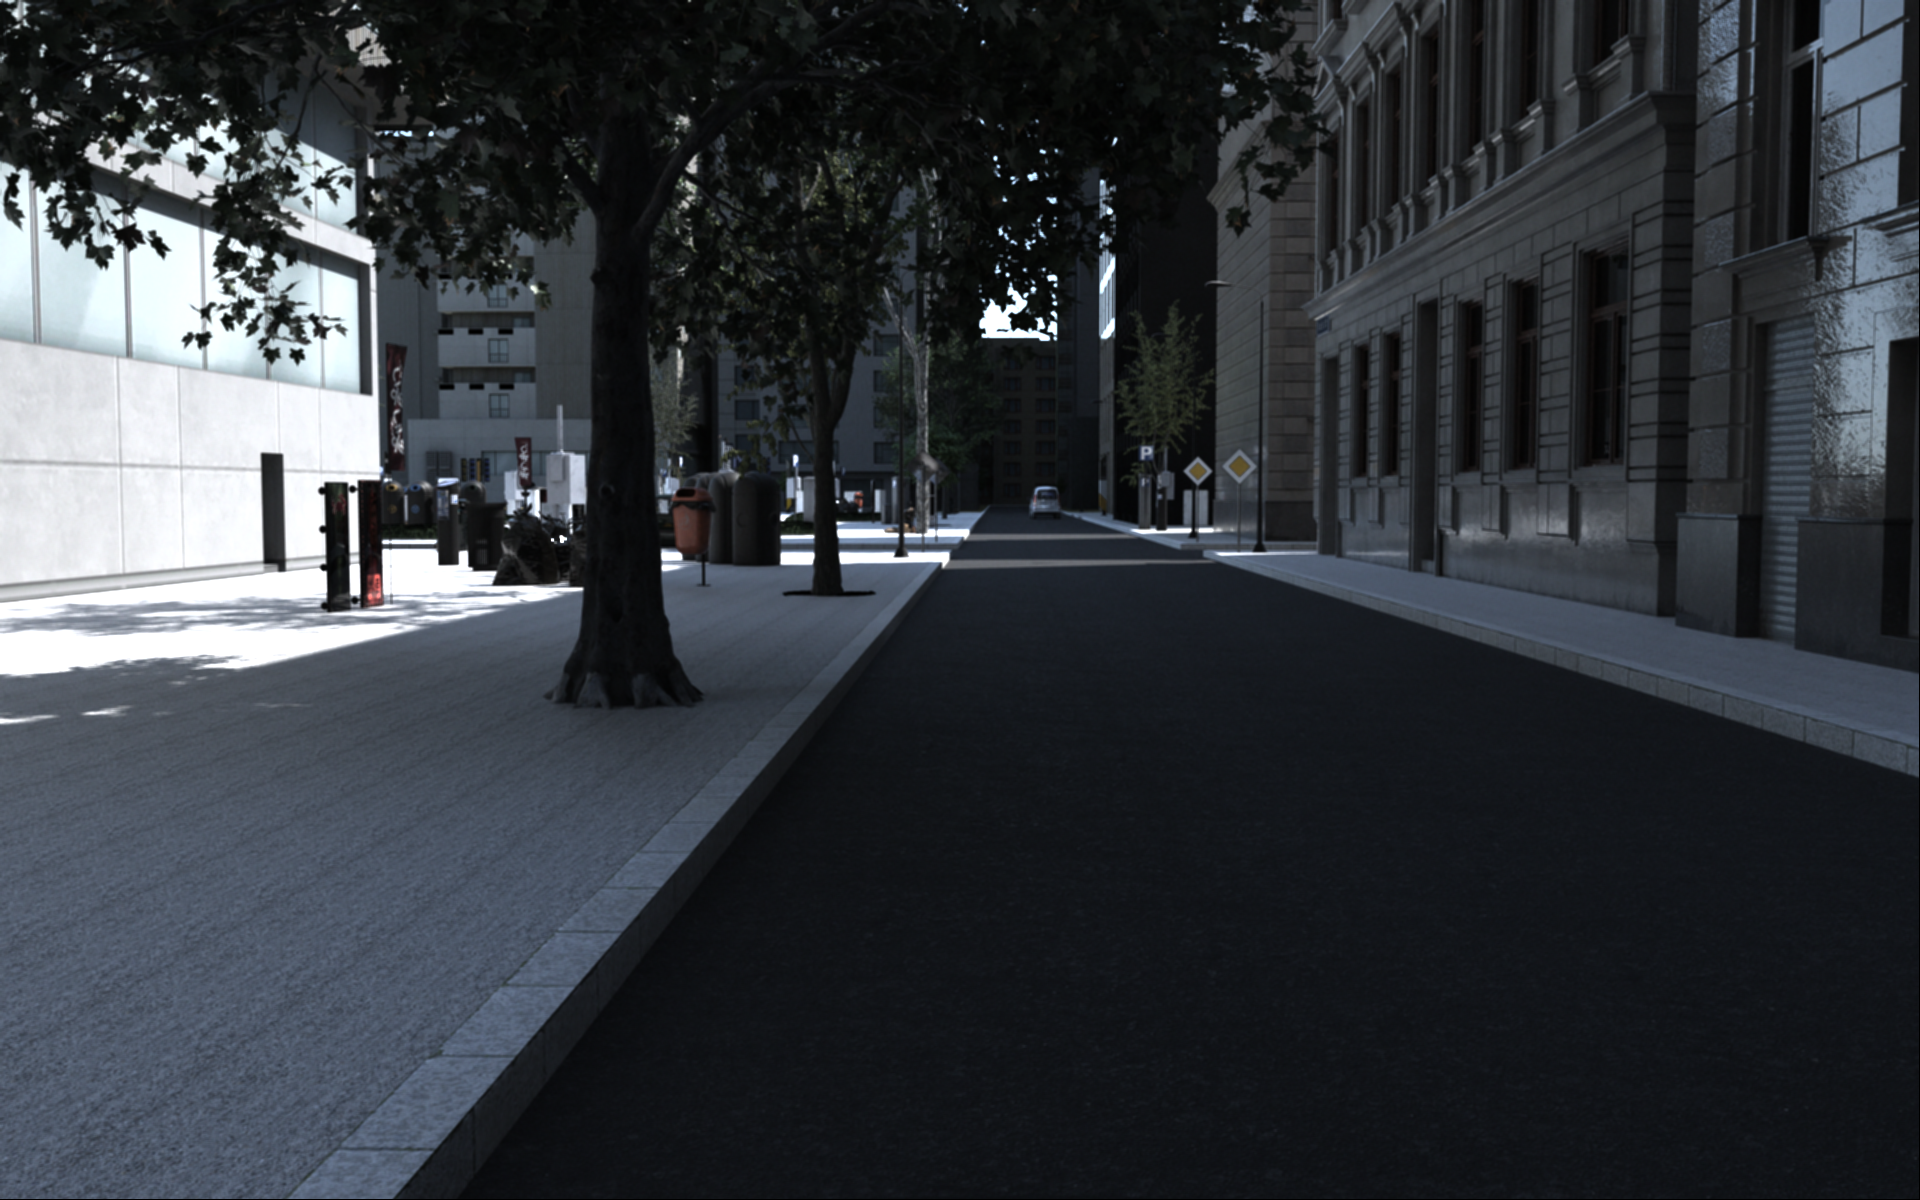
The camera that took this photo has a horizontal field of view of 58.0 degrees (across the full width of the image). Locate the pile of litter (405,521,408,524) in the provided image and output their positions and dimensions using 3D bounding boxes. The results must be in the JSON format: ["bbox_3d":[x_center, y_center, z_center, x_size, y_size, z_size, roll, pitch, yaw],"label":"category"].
[{"bbox_3d":[-20.053,-3.032,63.545,1.176,0.858,1.719,3,4,38],"label":"pile of litter"}]

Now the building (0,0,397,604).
[{"bbox_3d":[-23.440,-26.371,20.399,27.495,52.752,28.713,0,4,1],"label":"building"}]

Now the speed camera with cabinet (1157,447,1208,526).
[{"bbox_3d":[9.044,-4.644,70.272,2.038,3.252,0.660,1,4,10],"label":"speed camera with cabinet"}]

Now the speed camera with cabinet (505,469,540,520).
[{"bbox_3d":[-16.963,-4.506,68.007,0.660,3.252,2.038,2,4,28],"label":"speed camera with cabinet"}]

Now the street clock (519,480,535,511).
[{"bbox_3d":[-15.486,-3.498,61.762,0.358,2.002,0.471,1,4,13],"label":"street clock"}]

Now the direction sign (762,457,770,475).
[{"bbox_3d":[-11.872,-6.990,106.289,0.379,3.537,0.876,2,4,25],"label":"direction sign"}]

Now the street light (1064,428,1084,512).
[{"bbox_3d":[7.970,-9.087,121.109,1.470,5.913,1.316,0,4,1],"label":"street light"}]

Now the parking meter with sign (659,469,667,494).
[{"bbox_3d":[-19.972,-7.461,118.246,0.543,3.016,1.738,-2,4,-30],"label":"parking meter with sign"}]

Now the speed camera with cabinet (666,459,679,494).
[{"bbox_3d":[-15.670,-6.230,96.193,0.660,3.252,2.038,-2,4,-34],"label":"speed camera with cabinet"}]

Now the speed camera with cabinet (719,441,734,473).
[{"bbox_3d":[-8.808,-4.282,64.352,0.660,3.252,2.038,1,4,10],"label":"speed camera with cabinet"}]

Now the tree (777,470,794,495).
[{"bbox_3d":[-11.976,-7.749,121.290,1.663,3.219,1.824,0,3,0],"label":"tree"}]

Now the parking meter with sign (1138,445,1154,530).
[{"bbox_3d":[6.739,-4.078,62.943,0.543,3.016,1.738,0,4,5],"label":"parking meter with sign"}]

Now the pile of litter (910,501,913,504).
[{"bbox_3d":[-2.875,-5.009,95.868,1.719,0.858,1.176,1,4,16],"label":"pile of litter"}]

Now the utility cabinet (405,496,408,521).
[{"bbox_3d":[-23.330,-3.872,74.472,1.020,1.237,0.306,0,4,-4],"label":"utility cabinet"}]

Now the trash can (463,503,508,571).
[{"bbox_3d":[-7.922,-1.058,28.947,0.748,1.137,0.748,0,3,0],"label":"trash can"}]

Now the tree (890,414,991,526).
[{"bbox_3d":[-1.002,-5.294,70.278,4.285,4.588,4.351,0,3,0],"label":"tree"}]

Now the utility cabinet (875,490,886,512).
[{"bbox_3d":[-3.999,-4.791,87.019,0.318,1.500,1.173,-1,4,-16],"label":"utility cabinet"}]

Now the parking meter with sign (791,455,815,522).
[{"bbox_3d":[-6.526,-4.893,76.254,1.738,3.016,0.543,1,4,22],"label":"parking meter with sign"}]

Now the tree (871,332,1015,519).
[{"bbox_3d":[-0.979,-9.443,88.799,8.767,10.594,7.601,2,4,27],"label":"tree"}]

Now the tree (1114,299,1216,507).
[{"bbox_3d":[7.674,-7.098,66.414,4.737,8.622,4.395,0,3,0],"label":"tree"}]

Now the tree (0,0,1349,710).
[{"bbox_3d":[-2.030,-5.706,10.305,9.611,12.733,9.660,0,3,0],"label":"tree"}]

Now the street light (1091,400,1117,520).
[{"bbox_3d":[7.207,-6.937,85.963,1.470,5.913,1.316,0,4,1],"label":"street light"}]

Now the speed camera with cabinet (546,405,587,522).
[{"bbox_3d":[-8.192,-2.695,38.400,2.038,3.252,0.660,2,4,27],"label":"speed camera with cabinet"}]

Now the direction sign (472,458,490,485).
[{"bbox_3d":[-30.212,-7.202,109.755,0.876,3.537,0.379,-3,5,-41],"label":"direction sign"}]

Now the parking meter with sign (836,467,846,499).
[{"bbox_3d":[-8.319,-7.107,112.466,1.738,3.016,0.543,2,4,24],"label":"parking meter with sign"}]

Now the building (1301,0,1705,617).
[{"bbox_3d":[12.461,-11.673,27.014,11.583,22.565,21.152,0,4,1],"label":"building"}]

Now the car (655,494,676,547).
[{"bbox_3d":[-6.504,-1.961,41.852,4.222,1.686,2.009,0,4,2],"label":"car"}]

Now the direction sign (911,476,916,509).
[{"bbox_3d":[-2.583,-6.541,98.941,0.379,3.537,0.876,2,4,24],"label":"direction sign"}]

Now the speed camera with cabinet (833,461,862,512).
[{"bbox_3d":[-6.895,-6.669,103.372,2.038,3.252,0.660,-1,4,-16],"label":"speed camera with cabinet"}]

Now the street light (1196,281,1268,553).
[{"bbox_3d":[6.058,-4.003,37.986,1.470,5.913,1.316,0,4,1],"label":"street light"}]

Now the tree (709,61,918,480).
[{"bbox_3d":[-2.423,-4.792,28.709,4.737,8.622,4.395,0,3,0],"label":"tree"}]

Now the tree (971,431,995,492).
[{"bbox_3d":[1.763,-14.087,180.685,4.360,8.622,3.978,0,3,0],"label":"tree"}]

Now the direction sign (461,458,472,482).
[{"bbox_3d":[-31.231,-7.219,110.029,0.876,3.537,0.379,-2,4,-25],"label":"direction sign"}]

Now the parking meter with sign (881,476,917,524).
[{"bbox_3d":[-2.538,-4.746,73.860,1.738,3.016,0.543,-2,4,-34],"label":"parking meter with sign"}]

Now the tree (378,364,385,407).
[{"bbox_3d":[-23.393,-6.933,63.714,4.360,8.622,3.978,0,3,0],"label":"tree"}]

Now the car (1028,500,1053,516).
[{"bbox_3d":[5.324,-6.173,110.516,1.945,1.707,3.694,0,4,1],"label":"car"}]

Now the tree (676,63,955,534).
[{"bbox_3d":[-2.441,-12.238,55.972,12.611,20.169,13.585,0,3,0],"label":"tree"}]

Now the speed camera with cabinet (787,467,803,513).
[{"bbox_3d":[-8.780,-6.150,94.886,0.660,3.252,2.038,1,4,22],"label":"speed camera with cabinet"}]

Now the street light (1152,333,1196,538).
[{"bbox_3d":[6.253,-4.751,50.227,1.470,5.913,1.316,0,4,1],"label":"street light"}]

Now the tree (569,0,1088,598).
[{"bbox_3d":[-1.596,-5.873,21.781,9.928,11.665,9.643,0,3,0],"label":"tree"}]

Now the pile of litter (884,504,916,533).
[{"bbox_3d":[-1.878,-2.633,57.011,1.176,0.858,1.719,-1,4,-16],"label":"pile of litter"}]

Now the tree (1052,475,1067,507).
[{"bbox_3d":[9.894,-10.894,172.717,1.663,3.219,1.824,0,3,0],"label":"tree"}]

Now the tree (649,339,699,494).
[{"bbox_3d":[-13.286,-7.714,76.486,4.360,8.622,3.978,0,3,0],"label":"tree"}]

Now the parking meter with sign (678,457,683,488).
[{"bbox_3d":[-12.197,-5.158,80.600,1.738,3.016,0.543,0,4,5],"label":"parking meter with sign"}]

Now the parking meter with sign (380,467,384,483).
[{"bbox_3d":[-36.431,-6.998,110.672,0.543,3.016,1.738,1,4,22],"label":"parking meter with sign"}]

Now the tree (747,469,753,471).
[{"bbox_3d":[-14.854,-7.641,119.536,1.663,3.219,1.824,0,3,0],"label":"tree"}]

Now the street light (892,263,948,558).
[{"bbox_3d":[-0.642,-3.811,34.843,1.470,5.913,1.316,0,4,1],"label":"street light"}]
